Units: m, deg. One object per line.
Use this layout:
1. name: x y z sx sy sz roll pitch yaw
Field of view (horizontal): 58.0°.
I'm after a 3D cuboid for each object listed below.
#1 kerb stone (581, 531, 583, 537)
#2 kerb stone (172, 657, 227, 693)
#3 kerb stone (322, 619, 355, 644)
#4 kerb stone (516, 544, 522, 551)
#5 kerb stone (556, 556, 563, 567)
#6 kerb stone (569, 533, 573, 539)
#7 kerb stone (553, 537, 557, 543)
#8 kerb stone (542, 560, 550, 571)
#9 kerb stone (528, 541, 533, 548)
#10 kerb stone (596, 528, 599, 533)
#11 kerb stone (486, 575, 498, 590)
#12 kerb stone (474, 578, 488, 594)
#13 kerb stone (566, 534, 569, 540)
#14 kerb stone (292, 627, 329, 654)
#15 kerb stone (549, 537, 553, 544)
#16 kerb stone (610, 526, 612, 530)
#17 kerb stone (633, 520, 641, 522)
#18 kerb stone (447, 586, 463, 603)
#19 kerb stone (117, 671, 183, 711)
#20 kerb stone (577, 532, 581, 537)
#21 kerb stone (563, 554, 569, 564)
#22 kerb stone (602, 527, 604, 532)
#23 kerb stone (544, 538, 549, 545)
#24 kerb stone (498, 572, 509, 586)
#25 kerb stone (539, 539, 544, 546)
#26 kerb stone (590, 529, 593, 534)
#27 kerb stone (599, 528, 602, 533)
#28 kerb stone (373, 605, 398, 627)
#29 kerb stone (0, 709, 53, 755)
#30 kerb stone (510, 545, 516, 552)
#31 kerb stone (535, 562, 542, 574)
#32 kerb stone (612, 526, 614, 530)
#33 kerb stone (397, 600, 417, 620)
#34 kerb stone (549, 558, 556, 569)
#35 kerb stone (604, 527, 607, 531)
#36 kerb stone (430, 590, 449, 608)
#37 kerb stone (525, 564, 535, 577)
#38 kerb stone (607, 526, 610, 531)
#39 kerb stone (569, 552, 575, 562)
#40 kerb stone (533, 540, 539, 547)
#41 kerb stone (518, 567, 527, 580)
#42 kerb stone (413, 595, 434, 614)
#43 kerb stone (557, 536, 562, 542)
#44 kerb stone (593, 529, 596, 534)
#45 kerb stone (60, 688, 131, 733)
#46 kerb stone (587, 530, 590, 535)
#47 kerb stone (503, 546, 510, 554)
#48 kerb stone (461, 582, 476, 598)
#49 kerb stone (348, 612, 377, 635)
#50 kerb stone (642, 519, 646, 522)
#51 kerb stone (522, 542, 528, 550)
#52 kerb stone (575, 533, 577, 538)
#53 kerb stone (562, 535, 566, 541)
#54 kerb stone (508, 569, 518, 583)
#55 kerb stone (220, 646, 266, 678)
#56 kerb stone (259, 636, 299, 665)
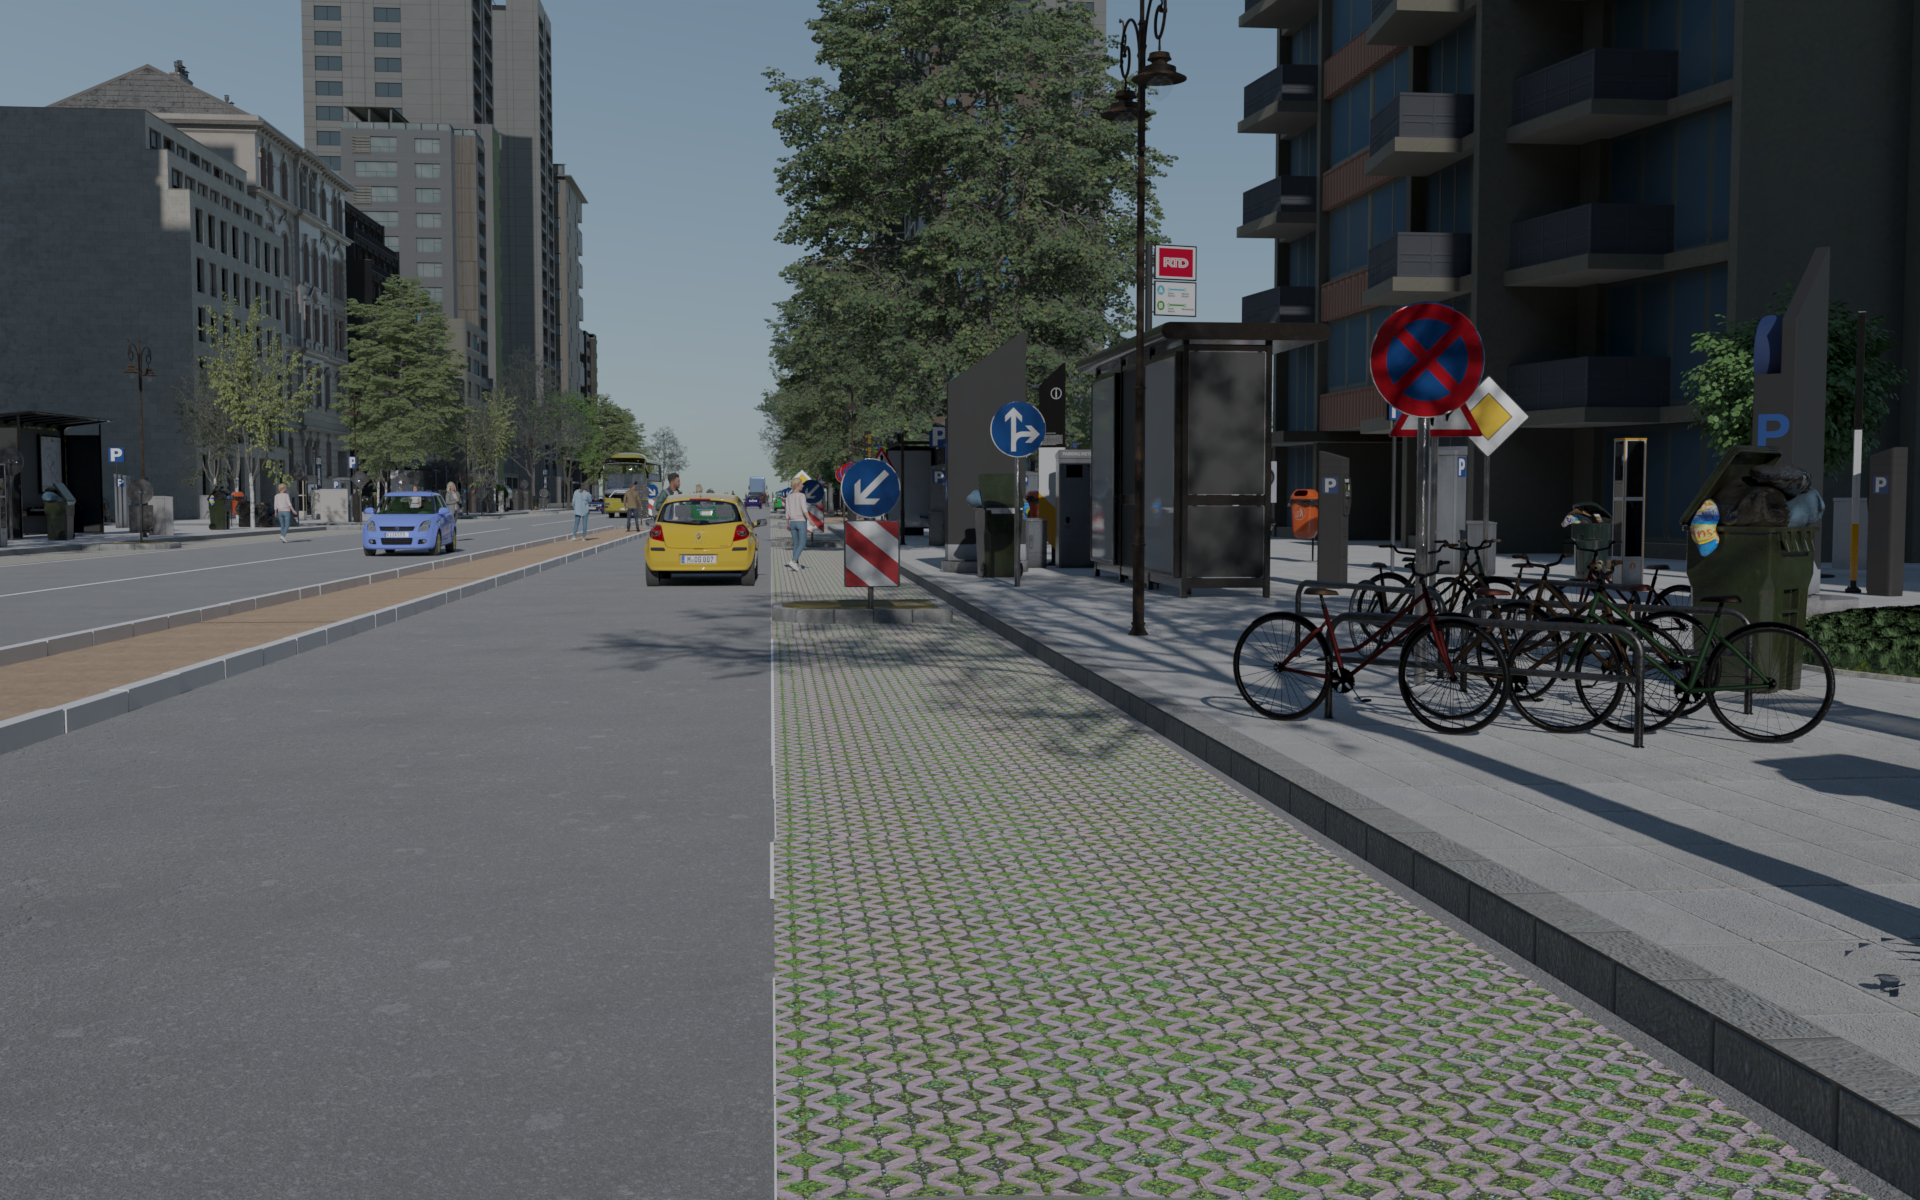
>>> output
1. kerb stone: -12.690 -2.160 57.519 0.120 0.150 1.000 0 4 -6
2. kerb stone: -5.703 0.569 12.902 0.120 0.150 1.000 0 4 -6
3. kerb stone: -6.144 0.319 16.986 0.120 0.150 1.000 0 4 -6
4. kerb stone: -11.124 -1.286 43.238 0.120 0.150 1.000 0 4 -6
5. kerb stone: -8.040 -0.740 34.299 0.120 0.150 1.000 0 4 -6
6. kerb stone: -12.346 -1.970 54.448 0.120 0.150 1.000 0 4 -6
7. kerb stone: -11.917 -1.724 50.381 0.120 0.150 1.000 0 4 -6
8. kerb stone: -7.813 -0.614 32.267 0.120 0.150 1.000 0 4 -6
9. kerb stone: -11.349 -1.412 45.285 0.120 0.150 1.000 0 4 -6
10. kerb stone: -13.248 -2.473 62.631 0.120 0.150 1.000 0 4 -6
11. kerb stone: -7.152 -0.242 26.152 0.120 0.150 1.000 0 4 -6
12. kerb stone: -7.031 -0.179 25.121 0.120 0.150 1.000 0 4 -6
13. kerb stone: -12.246 -1.910 53.431 0.120 0.150 1.000 0 4 -6
14. kerb stone: -6.035 0.383 15.966 0.120 0.150 1.000 0 4 -6
15. kerb stone: -11.800 -1.662 49.365 0.120 0.150 1.000 0 4 -6
16. kerb stone: -13.808 -2.785 67.724 0.120 0.150 1.000 0 4 -6
17. kerb stone: -15.531 -3.748 83.499 0.120 0.150 1.000 0 4 -6
18. kerb stone: -6.812 -0.055 23.089 0.120 0.150 1.000 0 4 -6
19. kerb stone: -5.583 0.634 11.887 0.120 0.150 1.000 0 4 -6
20. kerb stone: -12.579 -2.098 56.500 0.120 0.150 1.000 0 4 -6
21. kerb stone: -8.150 -0.803 35.317 0.120 0.150 1.000 0 4 -6
22. kerb stone: -13.480 -2.598 64.670 0.120 0.150 1.000 0 4 -6
23. kerb stone: -11.683 -1.599 48.350 0.120 0.150 1.000 0 4 -6
24. kerb stone: -7.258 -0.304 27.168 0.120 0.150 1.000 0 4 -6
25. kerb stone: -11.572 -1.538 47.334 0.120 0.150 1.000 0 4 -6
26. kerb stone: -13.028 -2.348 60.586 0.120 0.150 1.000 0 4 -6
27. kerb stone: -13.354 -2.536 63.656 0.120 0.150 1.000 0 4 -6
28. kerb stone: -6.367 0.196 19.023 0.120 0.150 1.000 0 4 -6
29. kerb stone: -5.363 0.755 9.849 0.120 0.150 1.000 0 4 -6
30. kerb stone: -11.022 -1.225 42.218 0.120 0.150 1.000 0 4 -6
31. kerb stone: -7.708 -0.554 31.250 0.120 0.150 1.000 0 4 -6
32. kerb stone: -13.916 -2.845 68.747 0.120 0.150 1.000 0 4 -6
33. kerb stone: -6.474 0.132 20.040 0.120 0.150 1.000 0 4 -6
34. kerb stone: -7.928 -0.675 33.283 0.120 0.150 1.000 0 4 -6
35. kerb stone: -13.588 -2.660 65.688 0.120 0.150 1.000 0 4 -6
36. kerb stone: -6.704 0.008 22.072 0.120 0.150 1.000 0 4 -6
37. kerb stone: -7.589 -0.491 30.229 0.120 0.150 1.000 0 4 -6
38. kerb stone: -13.699 -2.719 66.704 0.120 0.150 1.000 0 4 -6
39. kerb stone: -8.253 -0.863 36.339 0.120 0.150 1.000 0 4 -6
40. kerb stone: -11.459 -1.475 46.318 0.120 0.150 1.000 0 4 -6
41. kerb stone: -7.482 -0.428 29.211 0.120 0.150 1.000 0 4 -6
42. kerb stone: -6.590 0.070 21.056 0.120 0.150 1.000 0 4 -6
43. kerb stone: -12.019 -1.786 51.398 0.120 0.150 1.000 0 4 -6
44. kerb stone: -13.144 -2.411 61.613 0.120 0.150 1.000 0 4 -6
45. kerb stone: -5.467 0.701 10.867 0.120 0.150 1.000 0 4 -6
46. kerb stone: -12.918 -2.285 59.561 0.120 0.150 1.000 0 4 -6
47. kerb stone: -10.908 -1.159 41.202 0.120 0.150 1.000 0 4 -6
48. kerb stone: -6.920 -0.117 24.105 0.120 0.150 1.000 0 4 -6
49. kerb stone: -6.259 0.257 18.002 0.120 0.150 1.000 0 4 -6
50. kerb stone: -15.860 -3.936 86.551 0.120 0.150 1.000 0 4 -6
51. kerb stone: -11.241 -1.343 44.254 0.120 0.150 1.000 0 4 -6
52. kerb stone: -12.469 -2.031 55.483 0.120 0.150 1.000 0 4 -6
53. kerb stone: -12.135 -1.848 52.414 0.120 0.150 1.000 0 4 -6
54. kerb stone: -7.369 -0.367 28.191 0.120 0.150 1.000 0 4 -6
55. kerb stone: -5.811 0.506 13.921 0.120 0.150 1.000 0 4 -6
56. kerb stone: -5.924 0.449 14.938 0.120 0.150 1.000 0 4 -6
